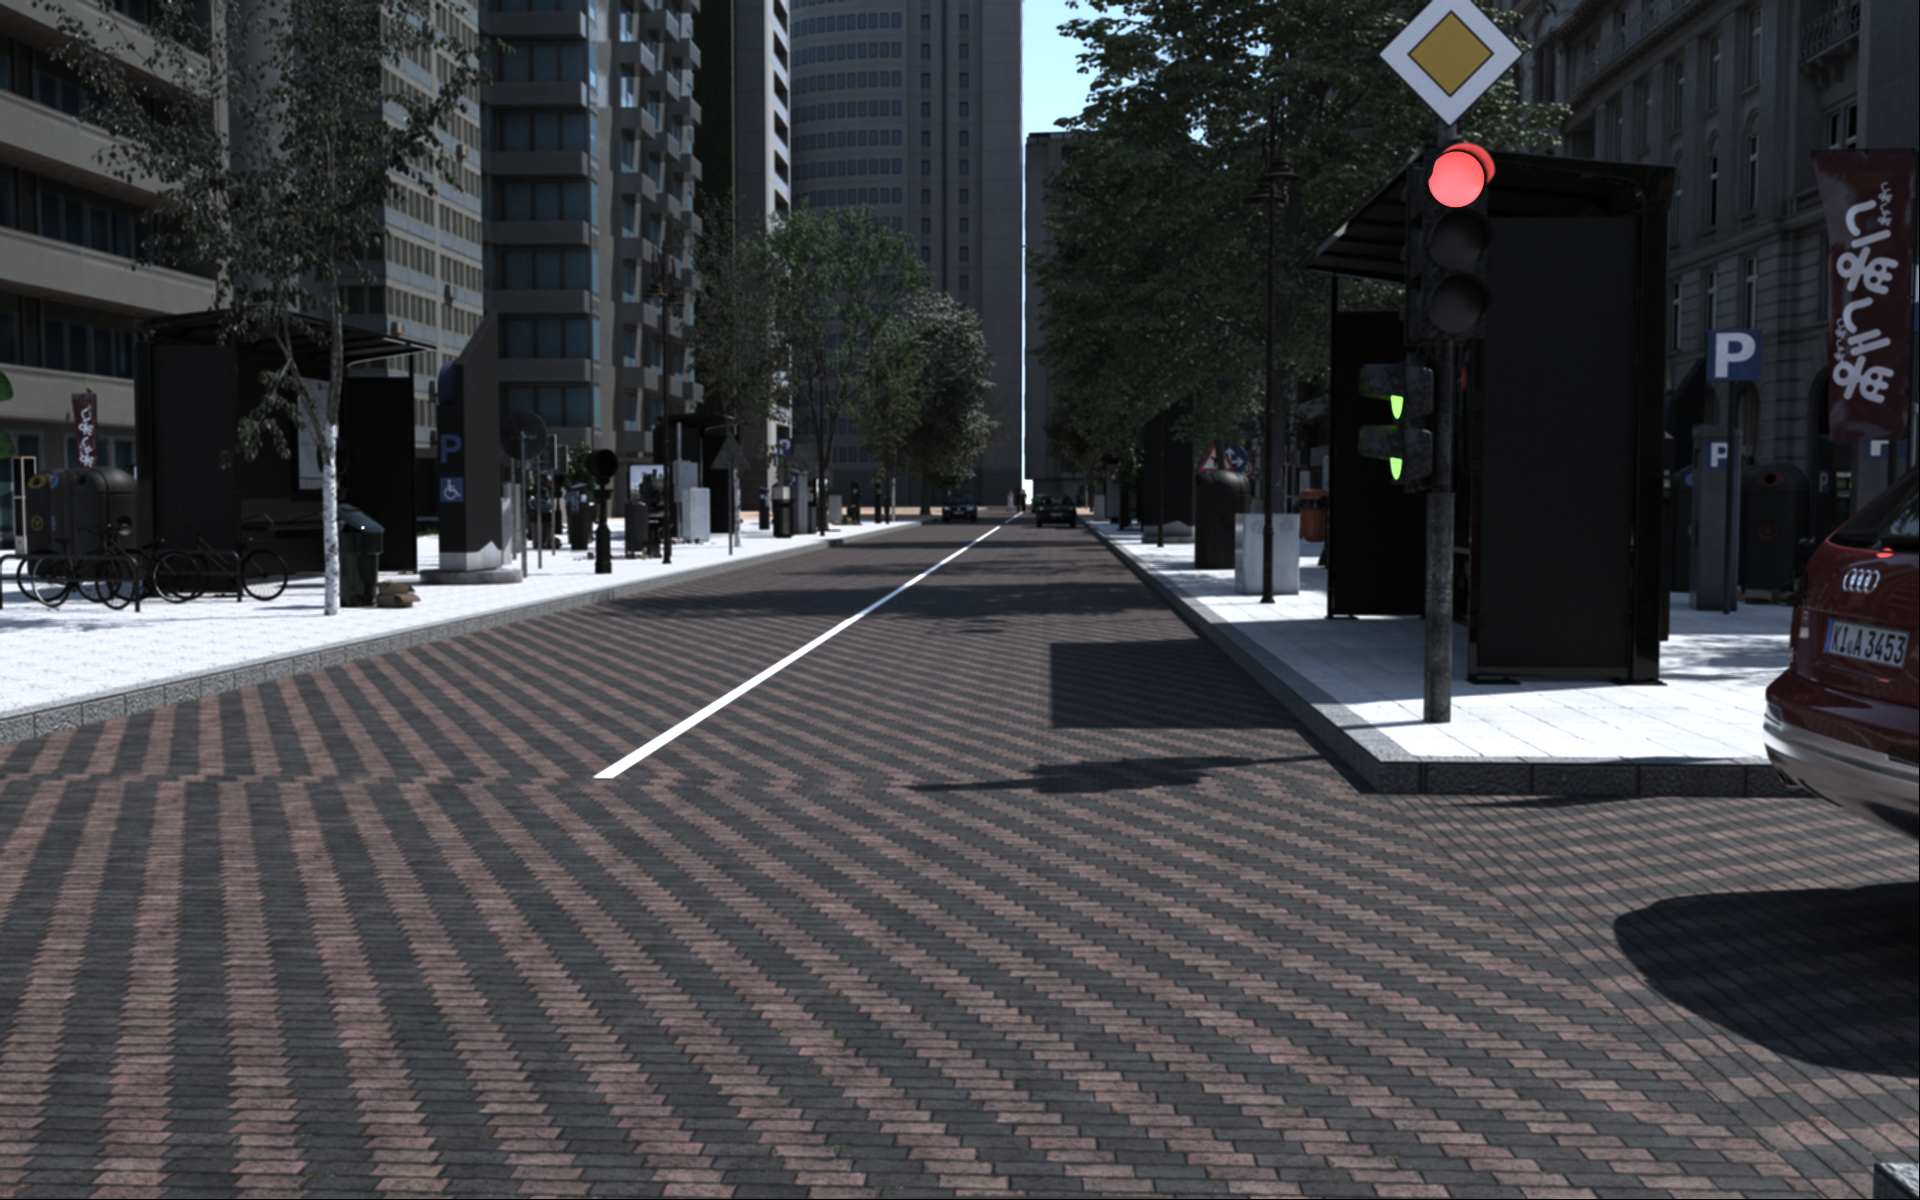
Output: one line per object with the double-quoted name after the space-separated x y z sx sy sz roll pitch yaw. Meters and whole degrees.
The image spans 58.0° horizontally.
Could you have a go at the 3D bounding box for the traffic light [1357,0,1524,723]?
2.673 -1.268 9.658 0.839 4.253 0.868 0 4 3 "traffic light"

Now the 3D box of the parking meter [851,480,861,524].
-4.399 -4.131 73.259 0.399 1.863 0.255 0 4 6 "parking meter"

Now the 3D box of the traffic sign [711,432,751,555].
-4.827 -2.226 36.392 0.884 2.594 0.081 1 4 13 "traffic sign"

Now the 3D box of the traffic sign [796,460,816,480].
-5.785 -3.981 65.194 0.768 2.556 0.104 0 4 5 "traffic sign"

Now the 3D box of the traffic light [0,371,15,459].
-6.027 -1.295 10.097 0.839 4.253 0.868 0 4 3 "traffic light"

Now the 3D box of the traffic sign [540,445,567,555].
-8.479 -2.077 36.082 0.606 2.300 0.079 0 4 4 "traffic sign"

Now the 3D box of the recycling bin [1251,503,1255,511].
7.918 -2.256 49.433 0.722 1.027 0.722 -2 4 -29 "recycling bin"

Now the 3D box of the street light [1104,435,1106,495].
7.052 -6.822 84.327 0.468 5.910 1.993 0 4 3 "street light"

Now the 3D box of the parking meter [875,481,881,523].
-3.593 -4.295 75.941 0.255 1.863 0.399 0 4 3 "parking meter"

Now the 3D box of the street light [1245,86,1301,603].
3.621 -2.901 20.218 0.468 5.910 1.993 0 4 3 "street light"

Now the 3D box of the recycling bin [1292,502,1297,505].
10.345 -2.560 54.403 0.722 1.027 0.722 3 5 44 "recycling bin"

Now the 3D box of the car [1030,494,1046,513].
6.336 -7.269 130.654 2.131 1.459 4.920 0 4 4 "car"

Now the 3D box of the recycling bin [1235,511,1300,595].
3.962 -0.600 22.369 0.722 1.027 0.722 0 4 0 "recycling bin"

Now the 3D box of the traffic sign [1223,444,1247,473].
6.960 -2.707 44.357 0.768 2.556 0.104 0 4 7 "traffic sign"

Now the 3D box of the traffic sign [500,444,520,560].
-8.699 -2.057 33.739 0.768 2.556 0.104 1 4 9 "traffic sign"

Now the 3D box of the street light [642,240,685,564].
-5.406 -3.607 31.762 0.468 5.910 1.993 0 4 3 "street light"

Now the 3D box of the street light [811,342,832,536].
-4.218 -4.901 52.918 0.468 5.910 1.993 0 4 3 "street light"

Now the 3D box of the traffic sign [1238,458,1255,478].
9.794 -3.652 59.822 0.768 2.556 0.104 0 4 7 "traffic sign"

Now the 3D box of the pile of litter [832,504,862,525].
-4.689 -3.550 72.013 1.176 0.858 1.719 -1 4 -20 "pile of litter"

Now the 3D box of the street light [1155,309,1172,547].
4.855 -4.220 41.778 0.468 5.910 1.993 0 4 3 "street light"

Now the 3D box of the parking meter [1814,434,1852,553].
8.466 -0.674 16.736 0.255 1.863 0.399 0 4 1 "parking meter"

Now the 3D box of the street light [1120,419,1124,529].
5.914 -5.528 63.169 0.468 5.910 1.993 0 4 3 "street light"

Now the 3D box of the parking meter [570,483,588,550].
-8.705 -1.907 39.584 0.372 1.533 0.369 0 3 0 "parking meter"

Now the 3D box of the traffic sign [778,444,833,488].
-6.347 -4.712 70.911 2.265 3.308 0.079 0 4 4 "traffic sign"

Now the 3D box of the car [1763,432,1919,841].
5.372 0.206 5.299 5.304 1.827 2.281 0 4 4 "car"

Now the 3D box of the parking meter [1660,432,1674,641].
6.077 -0.582 15.233 0.255 1.863 0.399 0 4 5 "parking meter"

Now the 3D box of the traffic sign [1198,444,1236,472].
6.052 -2.499 40.859 0.884 2.594 0.081 0 4 7 "traffic sign"

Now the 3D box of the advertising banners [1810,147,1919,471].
5.348 -0.770 8.771 2.074 3.025 0.090 0 4 7 "advertising banners"

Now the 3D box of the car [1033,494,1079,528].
4.184 -4.014 75.422 2.009 1.686 4.222 0 4 3 "car"

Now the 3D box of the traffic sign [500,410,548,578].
-6.667 -1.610 26.428 0.768 2.556 0.104 0 4 7 "traffic sign"

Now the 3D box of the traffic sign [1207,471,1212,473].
10.228 -4.203 69.900 0.795 2.450 0.064 0 4 4 "traffic sign"

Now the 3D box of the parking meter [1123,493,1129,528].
6.349 -3.715 66.449 0.255 1.863 0.399 1 4 9 "parking meter"

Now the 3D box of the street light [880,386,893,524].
-3.108 -6.195 74.077 0.468 5.910 1.993 0 4 3 "street light"

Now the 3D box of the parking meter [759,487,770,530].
-7.079 -3.316 62.633 0.372 1.533 0.369 0 3 0 "parking meter"

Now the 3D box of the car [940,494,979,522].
0.002 -4.859 89.238 2.009 1.686 4.222 0 4 2 "car"

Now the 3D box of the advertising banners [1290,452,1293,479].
13.692 -4.663 72.432 0.090 3.025 2.074 0 4 -1 "advertising banners"

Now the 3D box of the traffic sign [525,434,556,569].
-7.223 -1.688 29.733 0.606 2.300 0.079 1 4 12 "traffic sign"

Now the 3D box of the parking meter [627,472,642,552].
-7.220 -2.007 38.520 0.255 1.863 0.399 -2 4 -35 "parking meter"

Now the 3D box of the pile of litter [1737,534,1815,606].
9.714 -0.376 20.120 1.176 0.858 1.719 1 4 8 "pile of litter"

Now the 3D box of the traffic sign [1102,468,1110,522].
6.795 -4.776 78.193 0.768 2.556 0.104 0 4 6 "traffic sign"

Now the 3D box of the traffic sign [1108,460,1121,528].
6.058 -4.016 65.663 0.884 2.594 0.081 1 4 10 "traffic sign"
